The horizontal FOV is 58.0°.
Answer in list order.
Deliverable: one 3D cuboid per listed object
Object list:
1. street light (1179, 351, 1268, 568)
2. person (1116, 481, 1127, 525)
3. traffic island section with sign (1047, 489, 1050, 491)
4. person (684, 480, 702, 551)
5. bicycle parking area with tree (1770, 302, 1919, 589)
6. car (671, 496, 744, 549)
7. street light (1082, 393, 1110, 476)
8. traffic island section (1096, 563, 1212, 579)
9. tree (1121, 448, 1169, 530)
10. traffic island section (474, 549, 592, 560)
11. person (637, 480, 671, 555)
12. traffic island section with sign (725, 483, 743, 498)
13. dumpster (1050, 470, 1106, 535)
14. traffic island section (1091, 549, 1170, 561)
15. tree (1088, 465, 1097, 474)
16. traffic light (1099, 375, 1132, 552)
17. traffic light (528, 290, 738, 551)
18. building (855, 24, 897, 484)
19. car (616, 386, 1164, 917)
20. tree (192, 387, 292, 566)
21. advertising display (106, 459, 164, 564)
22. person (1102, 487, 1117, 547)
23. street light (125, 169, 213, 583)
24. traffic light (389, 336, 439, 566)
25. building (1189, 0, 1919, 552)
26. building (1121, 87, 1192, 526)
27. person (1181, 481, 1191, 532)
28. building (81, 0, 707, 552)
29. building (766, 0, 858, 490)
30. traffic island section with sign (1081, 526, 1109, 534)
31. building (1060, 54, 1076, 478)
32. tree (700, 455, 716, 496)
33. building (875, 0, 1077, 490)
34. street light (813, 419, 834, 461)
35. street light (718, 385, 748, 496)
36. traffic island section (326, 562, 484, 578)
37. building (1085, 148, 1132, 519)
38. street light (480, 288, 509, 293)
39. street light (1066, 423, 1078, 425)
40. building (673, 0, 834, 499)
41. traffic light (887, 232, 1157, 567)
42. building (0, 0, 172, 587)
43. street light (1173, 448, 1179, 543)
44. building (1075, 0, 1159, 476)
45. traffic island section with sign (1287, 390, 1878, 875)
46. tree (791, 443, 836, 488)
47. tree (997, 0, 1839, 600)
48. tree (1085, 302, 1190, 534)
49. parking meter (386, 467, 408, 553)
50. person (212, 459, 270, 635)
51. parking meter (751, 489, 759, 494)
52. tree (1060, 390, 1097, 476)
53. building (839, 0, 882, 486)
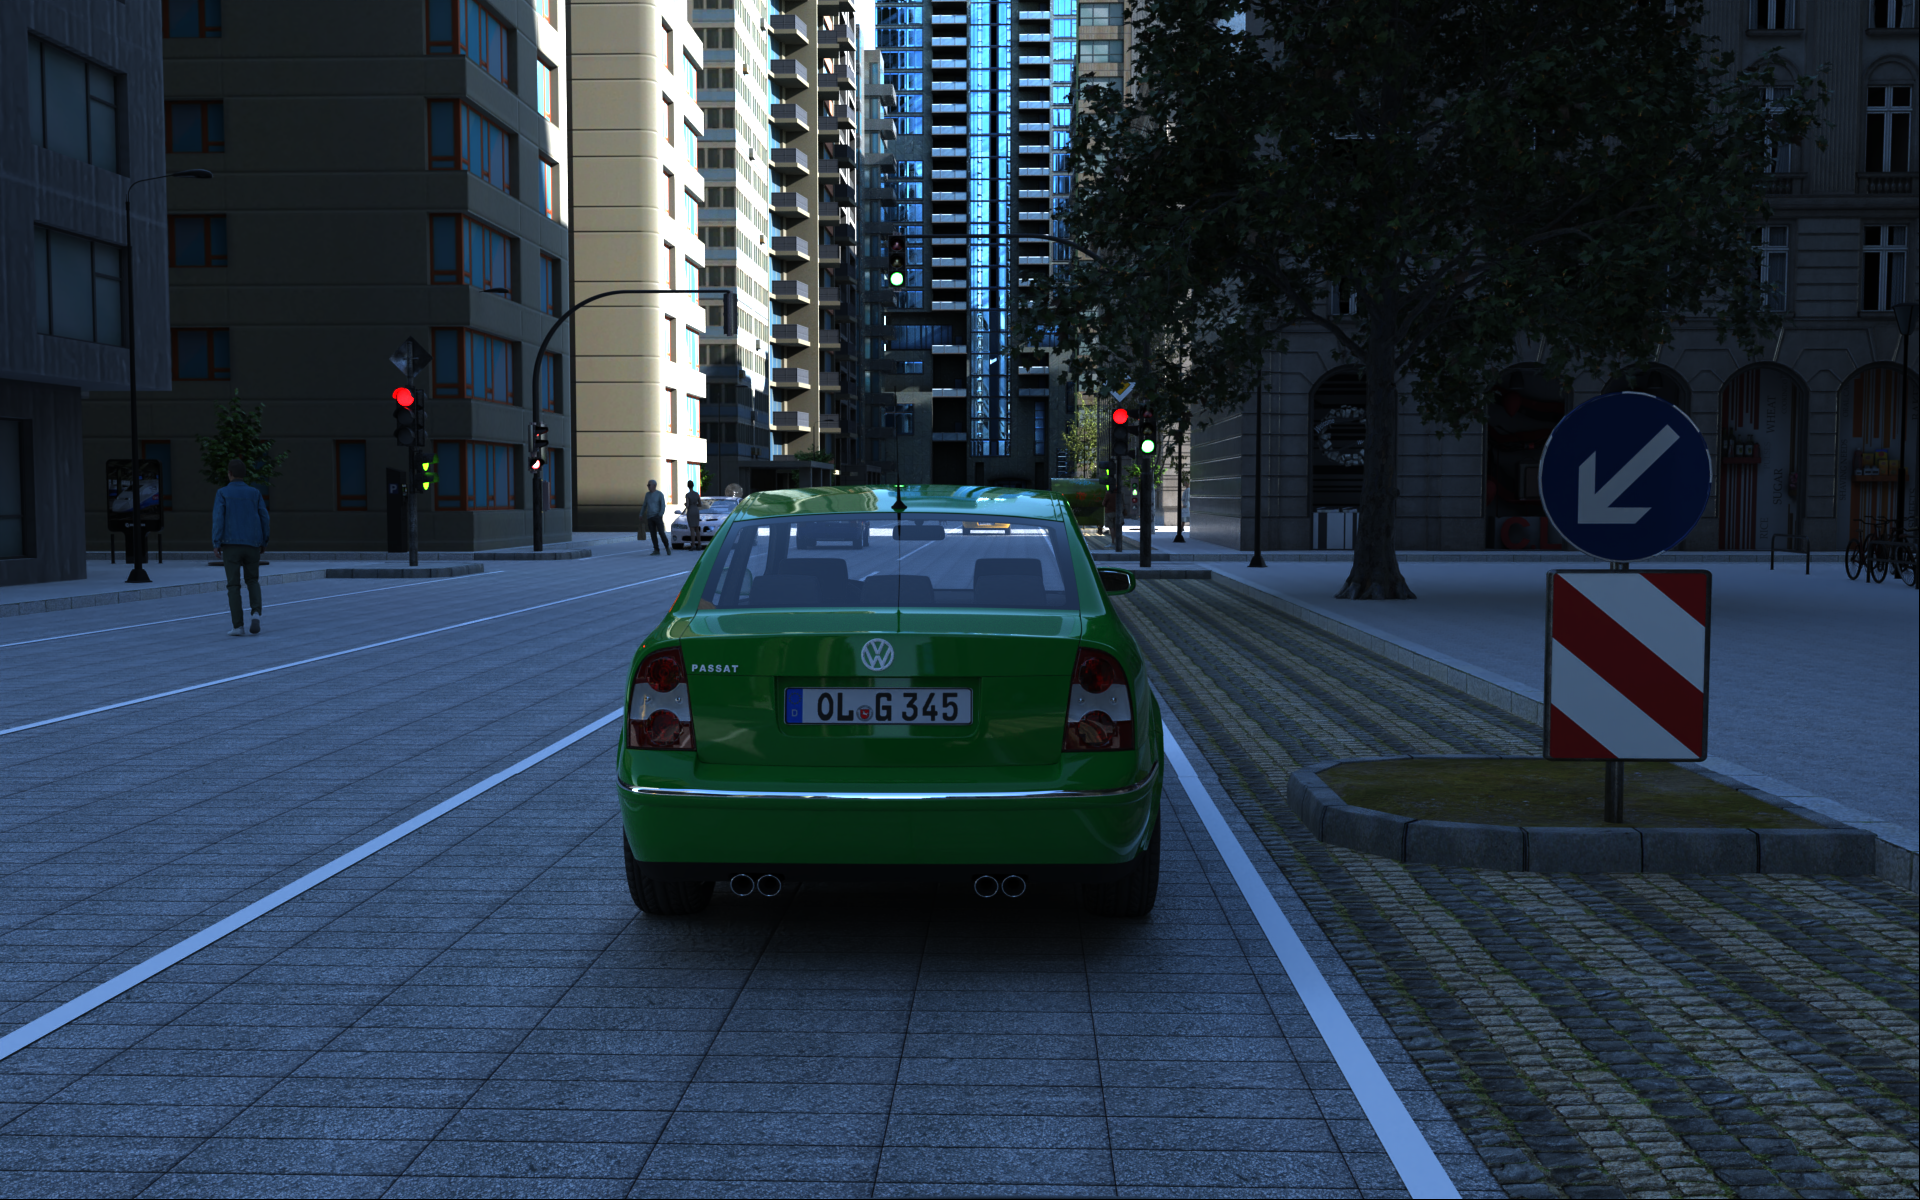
[{"bbox_3d":[4.686,-3.531,30.269,1.470,5.913,1.316,0,4,2],"label":"street light"},{"bbox_3d":[6.477,-3.970,71.056,0.694,1.812,0.767,-1,4,-19],"label":"person"},{"bbox_3d":[7.982,-9.690,167.059,1.989,1.847,2.006,0,4,2],"label":"traffic island section with sign"},{"bbox_3d":[-6.731,-2.124,43.576,0.374,1.781,0.599,3,5,40],"label":"person"},{"bbox_3d":[16.728,-2.361,25.605,8.231,4.147,9.016,1,4,21],"label":"bicycle parking area with tree"},{"bbox_3d":[-6.573,-2.101,46.715,2.083,1.381,4.827,0,4,1],"label":"car"},{"bbox_3d":[6.305,-6.534,79.376,1.470,5.913,1.316,0,4,2],"label":"street light"},{"bbox_3d":[3.270,-0.499,30.445,2.009,0.180,2.903,0,4,2],"label":"traffic island section"},{"bbox_3d":[6.526,-4.104,61.701,1.663,3.219,1.824,0,3,0],"label":"tree"},{"bbox_3d":[-9.488,-1.015,38.878,2.009,0.180,2.903,0,4,2],"label":"traffic island section"},{"bbox_3d":[-7.194,-1.930,40.541,0.782,1.767,0.515,2,4,24],"label":"person"},{"bbox_3d":[-8.303,-3.353,63.455,1.989,1.847,2.006,0,4,2],"label":"traffic island section with sign"},{"bbox_3d":[4.112,-3.402,60.574,1.985,2.255,1.502,0,3,0],"label":"dumpster"},{"bbox_3d":[3.545,-0.987,38.425,2.009,0.180,2.903,0,4,2],"label":"traffic island section"},{"bbox_3d":[9.147,-7.410,115.750,1.663,3.219,1.824,0,3,0],"label":"tree"},{"bbox_3d":[3.506,-3.021,38.313,0.839,4.253,0.868,0,4,2],"label":"traffic light"},{"bbox_3d":[-7.355,-3.917,38.705,4.771,5.953,1.251,0,4,2],"label":"traffic light"},{"bbox_3d":[-22.052,-34.165,178.207,30.456,49.044,23.786,0,4,2],"label":"building"},{"bbox_3d":[-0.193,0.095,7.249,1.959,1.807,4.718,0,4,1],"label":"car"},{"bbox_3d":[-12.921,-2.243,31.276,1.663,3.219,1.824,0,3,0],"label":"tree"},{"bbox_3d":[-15.217,-1.636,31.966,0.974,1.923,0.123,0,4,-4],"label":"advertising display"},{"bbox_3d":[4.066,-2.316,46.334,0.573,1.828,0.580,-1,4,-10],"label":"person"},{"bbox_3d":[-11.386,-3.205,24.945,1.470,5.913,1.316,0,4,2],"label":"street light"},{"bbox_3d":[-9.724,-2.559,30.761,0.839,4.253,0.868,0,4,2],"label":"traffic light"},{"bbox_3d":[18.053,-12.355,43.812,24.055,21.916,13.314,0,4,2],"label":"building"},{"bbox_3d":[13.442,-14.799,78.120,11.583,22.565,21.152,0,4,2],"label":"building"},{"bbox_3d":[7.526,-3.112,57.269,0.624,1.780,0.694,1,4,21],"label":"person"},{"bbox_3d":[-24.162,-12.710,52.850,27.650,21.520,28.899,0,4,2],"label":"building"},{"bbox_3d":[-19.397,-29.003,128.829,22.147,44.769,28.867,0,4,2],"label":"building"},{"bbox_3d":[4.405,-3.343,63.288,1.989,1.847,2.006,0,4,2],"label":"traffic island section with sign"},{"bbox_3d":[22.209,-33.858,173.183,23.786,49.044,30.456,0,4,2],"label":"building"},{"bbox_3d":[-11.385,-4.944,75.444,1.663,3.219,1.824,0,3,0],"label":"tree"},{"bbox_3d":[2.027,-54.661,206.384,31.000,86.520,22.319,0,4,2],"label":"building"},{"bbox_3d":[-8.523,-8.260,107.584,1.470,5.913,1.316,0,4,2],"label":"street light"},{"bbox_3d":[-9.712,-6.195,73.822,1.470,5.913,1.316,0,4,2],"label":"street light"},{"bbox_3d":[-9.763,-0.527,30.897,2.009,0.180,2.903,0,4,2],"label":"traffic island section"},{"bbox_3d":[14.391,-15.863,101.168,13.314,21.916,24.055,0,4,2],"label":"building"},{"bbox_3d":[-10.837,-4.072,39.123,1.470,5.913,1.316,0,4,2],"label":"street light"},{"bbox_3d":[7.572,-8.587,112.932,1.470,5.913,1.316,0,4,2],"label":"street light"},{"bbox_3d":[-23.595,-24.618,94.378,32.217,40.220,23.993,0,4,2],"label":"building"},{"bbox_3d":[1.137,-3.400,30.263,4.771,5.953,1.251,0,4,2],"label":"traffic light"},{"bbox_3d":[-19.257,-20.692,21.913,14.086,41.232,14.154,0,4,2],"label":"building"},{"bbox_3d":[5.278,-4.481,45.812,1.470,5.913,1.316,0,4,2],"label":"street light"},{"bbox_3d":[15.482,-27.147,127.448,14.154,41.232,14.086,0,4,2],"label":"building"},{"bbox_3d":[2.482,0.072,7.453,1.989,1.847,2.006,0,4,2],"label":"traffic island section with sign"},{"bbox_3d":[-9.477,-7.860,112.229,4.285,4.588,4.351,0,3,0],"label":"tree"},{"bbox_3d":[5.260,-6.363,21.038,9.611,12.733,9.660,0,3,0],"label":"tree"},{"bbox_3d":[6.084,-6.390,54.844,4.360,8.622,3.978,0,3,0],"label":"tree"},{"bbox_3d":[-12.305,-1.968,37.881,0.399,1.863,0.255,1,4,12],"label":"parking meter"},{"bbox_3d":[-7.272,-0.531,17.528,0.601,1.785,0.444,-3,4,-38],"label":"person"},{"bbox_3d":[-9.536,-4.406,80.453,0.372,1.533,0.369,0,3,0],"label":"parking meter"},{"bbox_3d":[8.921,-10.333,119.307,4.737,8.622,4.395,0,3,0],"label":"tree"},{"bbox_3d":[-17.597,-43.695,152.668,20.563,71.187,20.611,0,4,2],"label":"building"}]
